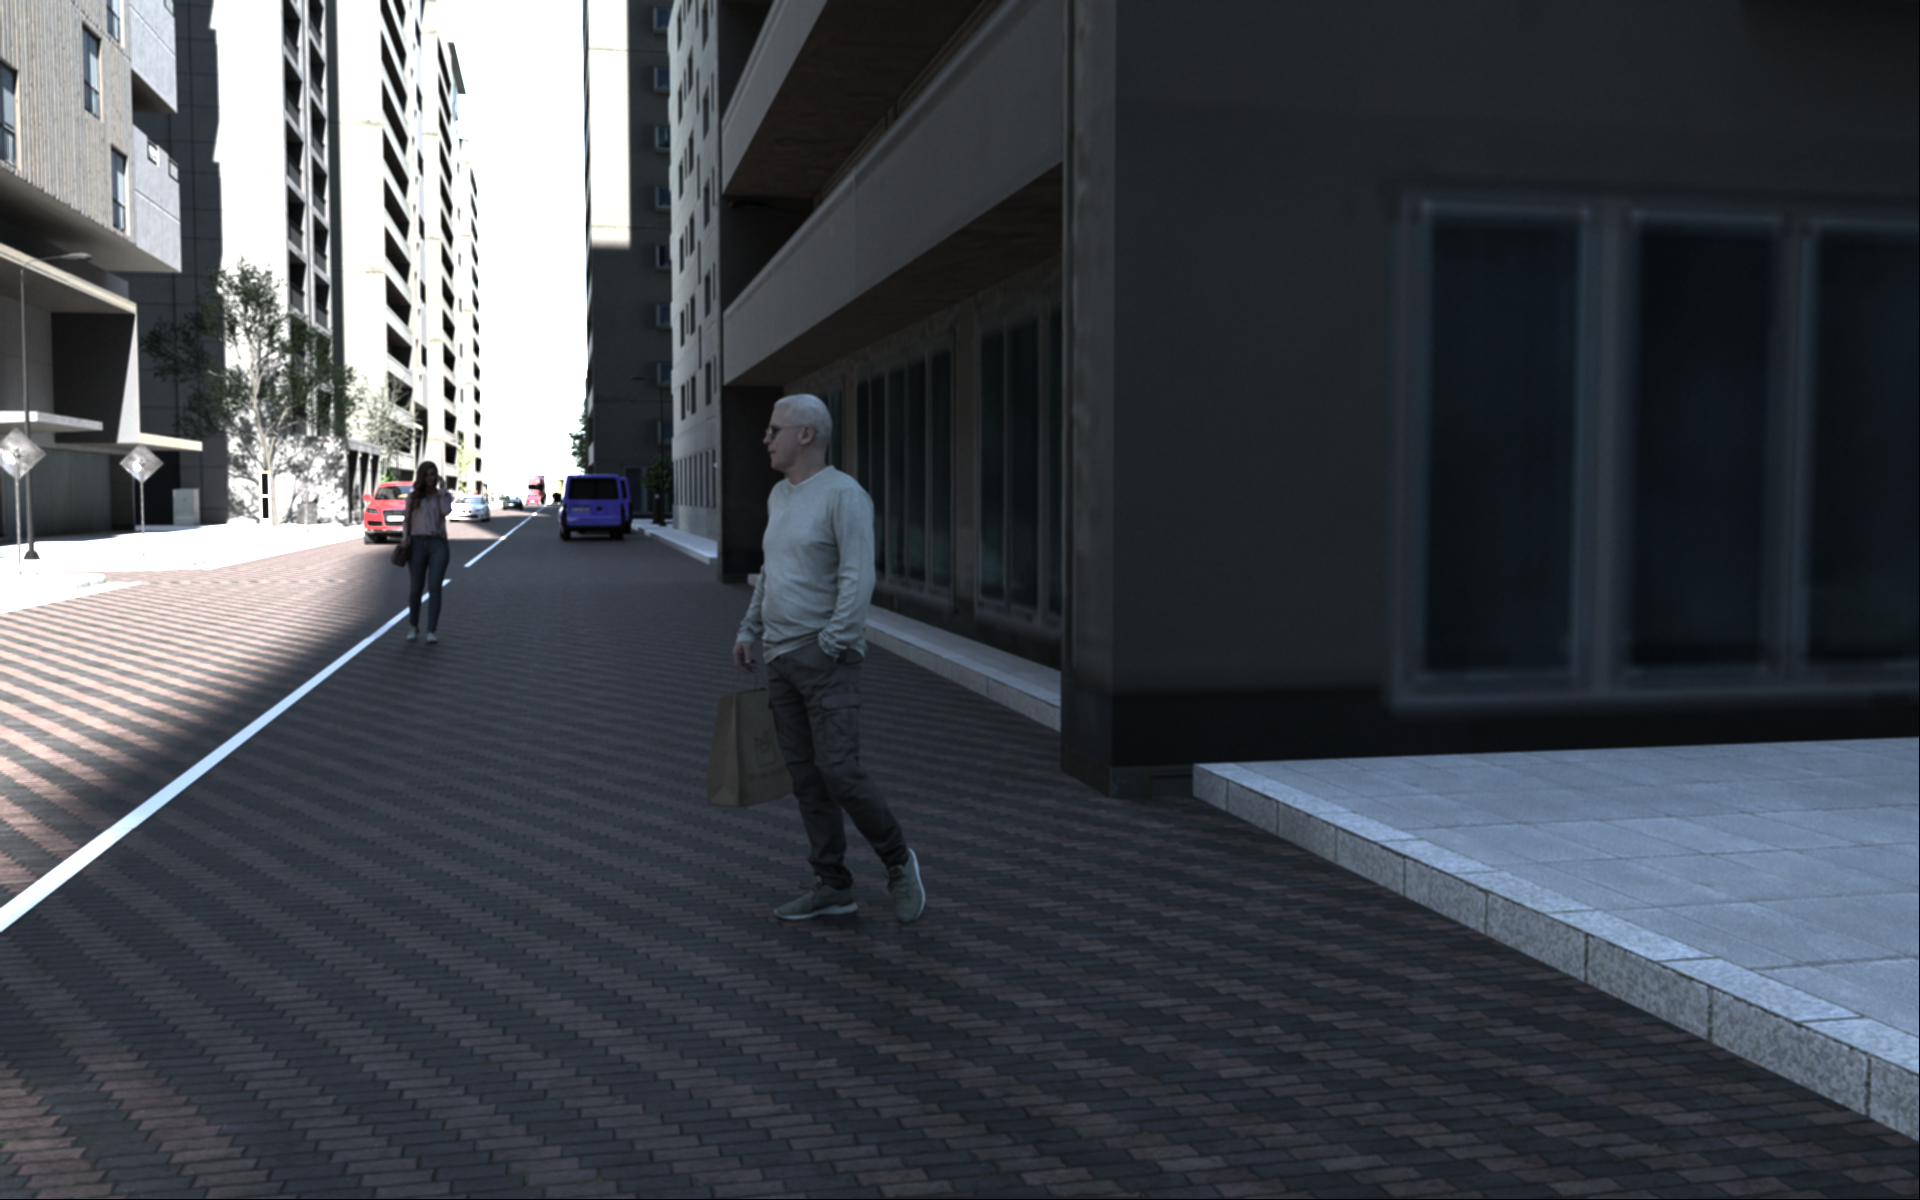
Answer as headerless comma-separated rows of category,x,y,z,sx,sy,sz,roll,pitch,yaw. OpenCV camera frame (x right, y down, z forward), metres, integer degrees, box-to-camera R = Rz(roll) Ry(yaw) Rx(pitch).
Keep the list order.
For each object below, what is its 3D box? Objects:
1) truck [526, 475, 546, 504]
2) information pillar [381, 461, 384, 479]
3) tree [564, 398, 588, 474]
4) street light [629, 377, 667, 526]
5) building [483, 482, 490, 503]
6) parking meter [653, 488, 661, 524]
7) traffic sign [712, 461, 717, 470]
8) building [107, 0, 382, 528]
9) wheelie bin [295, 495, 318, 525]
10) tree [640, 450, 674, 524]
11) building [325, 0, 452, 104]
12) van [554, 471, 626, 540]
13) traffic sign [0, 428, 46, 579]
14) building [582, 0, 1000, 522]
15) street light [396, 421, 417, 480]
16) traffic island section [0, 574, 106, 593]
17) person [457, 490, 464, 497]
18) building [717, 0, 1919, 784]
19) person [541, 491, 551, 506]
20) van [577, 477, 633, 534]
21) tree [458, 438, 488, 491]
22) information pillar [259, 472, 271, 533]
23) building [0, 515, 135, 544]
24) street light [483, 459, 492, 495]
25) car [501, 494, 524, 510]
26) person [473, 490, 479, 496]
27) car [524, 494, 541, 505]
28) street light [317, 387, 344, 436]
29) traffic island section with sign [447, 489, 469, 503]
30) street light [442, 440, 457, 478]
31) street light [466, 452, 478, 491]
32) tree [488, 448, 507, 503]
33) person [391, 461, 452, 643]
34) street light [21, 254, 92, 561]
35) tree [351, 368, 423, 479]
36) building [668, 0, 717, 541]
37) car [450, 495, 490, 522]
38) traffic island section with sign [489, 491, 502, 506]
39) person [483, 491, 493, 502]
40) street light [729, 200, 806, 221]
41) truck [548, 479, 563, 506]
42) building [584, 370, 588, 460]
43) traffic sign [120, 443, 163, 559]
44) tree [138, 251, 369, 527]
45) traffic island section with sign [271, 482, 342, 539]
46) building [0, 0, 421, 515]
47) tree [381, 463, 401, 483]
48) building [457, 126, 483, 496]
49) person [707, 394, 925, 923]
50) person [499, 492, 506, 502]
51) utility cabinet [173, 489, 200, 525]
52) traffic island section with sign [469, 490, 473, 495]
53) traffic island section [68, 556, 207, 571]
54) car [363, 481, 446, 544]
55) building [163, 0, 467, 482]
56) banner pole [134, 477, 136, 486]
truck,-62.060,-16.202,253.819,2.839,4.237,11.283,-1,4,-12
information pillar,-34.951,-6.914,104.400,0.504,3.616,0.183,1,4,18
tree,-40.177,-16.705,191.255,7.486,12.596,7.792,0,3,0
street light,-12.381,-5.887,68.795,1.470,5.913,1.316,-1,4,-13
building,-83.402,-33.739,243.516,32.217,40.220,23.993,-1,4,-13
parking meter,-12.941,-4.013,74.024,0.372,1.533,0.369,0,3,0
traffic sign,-4.815,-2.009,36.494,0.795,2.450,0.064,-1,4,-13
building,-38.282,-39.199,79.155,20.563,71.187,20.611,-1,4,-13
wheelie bin,-26.729,-3.858,70.982,0.693,1.594,0.980,1,4,18
tree,-13.146,-4.955,75.608,1.663,3.219,1.824,0,3,0
building,-58.913,-32.915,161.854,21.300,48.544,21.600,-1,4,-13
van,-11.852,-3.129,55.538,2.240,2.365,5.245,-1,4,-14
traffic sign,-14.226,-1.377,26.159,0.795,2.450,0.064,-1,4,-13
building,-10.824,-29.161,100.489,21.300,48.544,21.600,-1,4,-13
street light,-34.739,-8.327,108.691,1.470,5.913,1.316,-1,4,-13
traffic island section,-14.247,-0.241,26.216,2.009,0.180,2.903,-1,4,-13
person,-36.312,-7.145,125.996,0.551,1.740,0.621,-2,4,-24
building,8.737,-24.193,19.254,21.300,48.544,21.600,-1,4,-13
person,-49.787,-12.214,208.204,1.348,1.822,0.705,1,4,18
van,-13.288,-3.670,64.382,2.240,2.365,5.245,-1,4,-14
tree,-53.131,-14.146,181.643,4.737,8.622,4.395,0,3,0
information pillar,-22.855,-3.209,56.959,0.304,2.012,0.304,-2,4,-26
building,-36.586,-27.765,43.195,28.713,52.752,27.495,-1,4,-13
street light,-62.770,-15.747,230.001,1.470,5.913,1.316,-1,4,-13
car,-40.586,-9.015,157.187,2.009,1.686,4.222,-1,4,-13
person,-44.742,-9.283,160.234,0.705,1.831,1.348,2,4,34
car,-55.103,-13.102,223.259,2.155,1.783,4.494,-1,4,-12
street light,-27.012,-6.235,74.478,1.470,5.913,1.316,-1,4,-13
traffic island section with sign,-38.440,-7.486,131.022,1.989,1.847,2.006,-1,4,-13
street light,-44.085,-10.818,149.416,1.470,5.913,1.316,-1,4,-13
street light,-53.407,-13.256,189.280,1.470,5.913,1.316,-1,4,-13
tree,-70.572,-19.083,262.368,4.737,8.622,4.395,0,3,0
person,-5.225,-0.477,16.881,0.593,1.750,0.643,-1,4,-10
street light,-17.458,-3.728,33.495,1.470,5.913,1.316,-1,4,-13
tree,-33.550,-9.204,100.847,4.360,8.622,3.978,0,3,0
building,6.339,-12.812,54.509,28.899,21.520,27.650,-1,4,-13
car,-25.578,-4.774,90.419,2.083,1.381,4.827,-1,4,-12
traffic island section with sign,-57.022,-12.414,211.599,1.989,1.847,2.006,-1,4,-13
person,-49.118,-10.475,179.897,1.348,1.807,0.705,-3,5,-41
street light,-2.952,-3.370,27.637,1.470,5.913,1.316,-1,4,-13
truck,-50.303,-13.628,218.747,3.469,3.379,9.791,-1,4,-13
building,-40.777,-25.036,254.369,27.650,21.520,28.899,-1,4,-13
traffic sign,-16.021,-1.853,33.940,0.795,2.450,0.064,-1,4,-13
tree,-26.665,-8.090,66.688,7.601,10.594,8.767,2,4,33
traffic island section with sign,-21.199,-2.915,56.292,1.989,1.847,2.006,-1,4,-13
building,-57.166,-33.501,136.978,28.713,52.752,27.495,-1,4,-13
tree,-35.004,-6.816,106.047,1.663,3.219,1.824,0,3,0
building,-73.067,-36.605,222.200,21.300,48.544,21.600,-1,4,-13
person,-0.514,0.187,5.937,0.515,1.767,0.782,-3,5,-40
person,-62.034,-13.826,235.371,1.217,1.723,0.721,0,4,5
utility cabinet,-31.276,-3.750,69.984,1.173,1.500,0.318,2,4,26
traffic island section with sign,-44.608,-9.122,157.773,1.989,1.847,2.006,-1,4,-13
traffic island section,-16.042,-0.717,33.997,2.009,0.180,2.903,-1,4,-13
car,-16.399,-2.606,51.279,2.281,1.827,5.304,-1,4,-13
building,-71.277,-37.193,197.341,28.713,52.752,27.495,-1,4,-13
banner pole,-32.838,-4.811,68.669,0.401,3.779,0.863,0,4,-2
